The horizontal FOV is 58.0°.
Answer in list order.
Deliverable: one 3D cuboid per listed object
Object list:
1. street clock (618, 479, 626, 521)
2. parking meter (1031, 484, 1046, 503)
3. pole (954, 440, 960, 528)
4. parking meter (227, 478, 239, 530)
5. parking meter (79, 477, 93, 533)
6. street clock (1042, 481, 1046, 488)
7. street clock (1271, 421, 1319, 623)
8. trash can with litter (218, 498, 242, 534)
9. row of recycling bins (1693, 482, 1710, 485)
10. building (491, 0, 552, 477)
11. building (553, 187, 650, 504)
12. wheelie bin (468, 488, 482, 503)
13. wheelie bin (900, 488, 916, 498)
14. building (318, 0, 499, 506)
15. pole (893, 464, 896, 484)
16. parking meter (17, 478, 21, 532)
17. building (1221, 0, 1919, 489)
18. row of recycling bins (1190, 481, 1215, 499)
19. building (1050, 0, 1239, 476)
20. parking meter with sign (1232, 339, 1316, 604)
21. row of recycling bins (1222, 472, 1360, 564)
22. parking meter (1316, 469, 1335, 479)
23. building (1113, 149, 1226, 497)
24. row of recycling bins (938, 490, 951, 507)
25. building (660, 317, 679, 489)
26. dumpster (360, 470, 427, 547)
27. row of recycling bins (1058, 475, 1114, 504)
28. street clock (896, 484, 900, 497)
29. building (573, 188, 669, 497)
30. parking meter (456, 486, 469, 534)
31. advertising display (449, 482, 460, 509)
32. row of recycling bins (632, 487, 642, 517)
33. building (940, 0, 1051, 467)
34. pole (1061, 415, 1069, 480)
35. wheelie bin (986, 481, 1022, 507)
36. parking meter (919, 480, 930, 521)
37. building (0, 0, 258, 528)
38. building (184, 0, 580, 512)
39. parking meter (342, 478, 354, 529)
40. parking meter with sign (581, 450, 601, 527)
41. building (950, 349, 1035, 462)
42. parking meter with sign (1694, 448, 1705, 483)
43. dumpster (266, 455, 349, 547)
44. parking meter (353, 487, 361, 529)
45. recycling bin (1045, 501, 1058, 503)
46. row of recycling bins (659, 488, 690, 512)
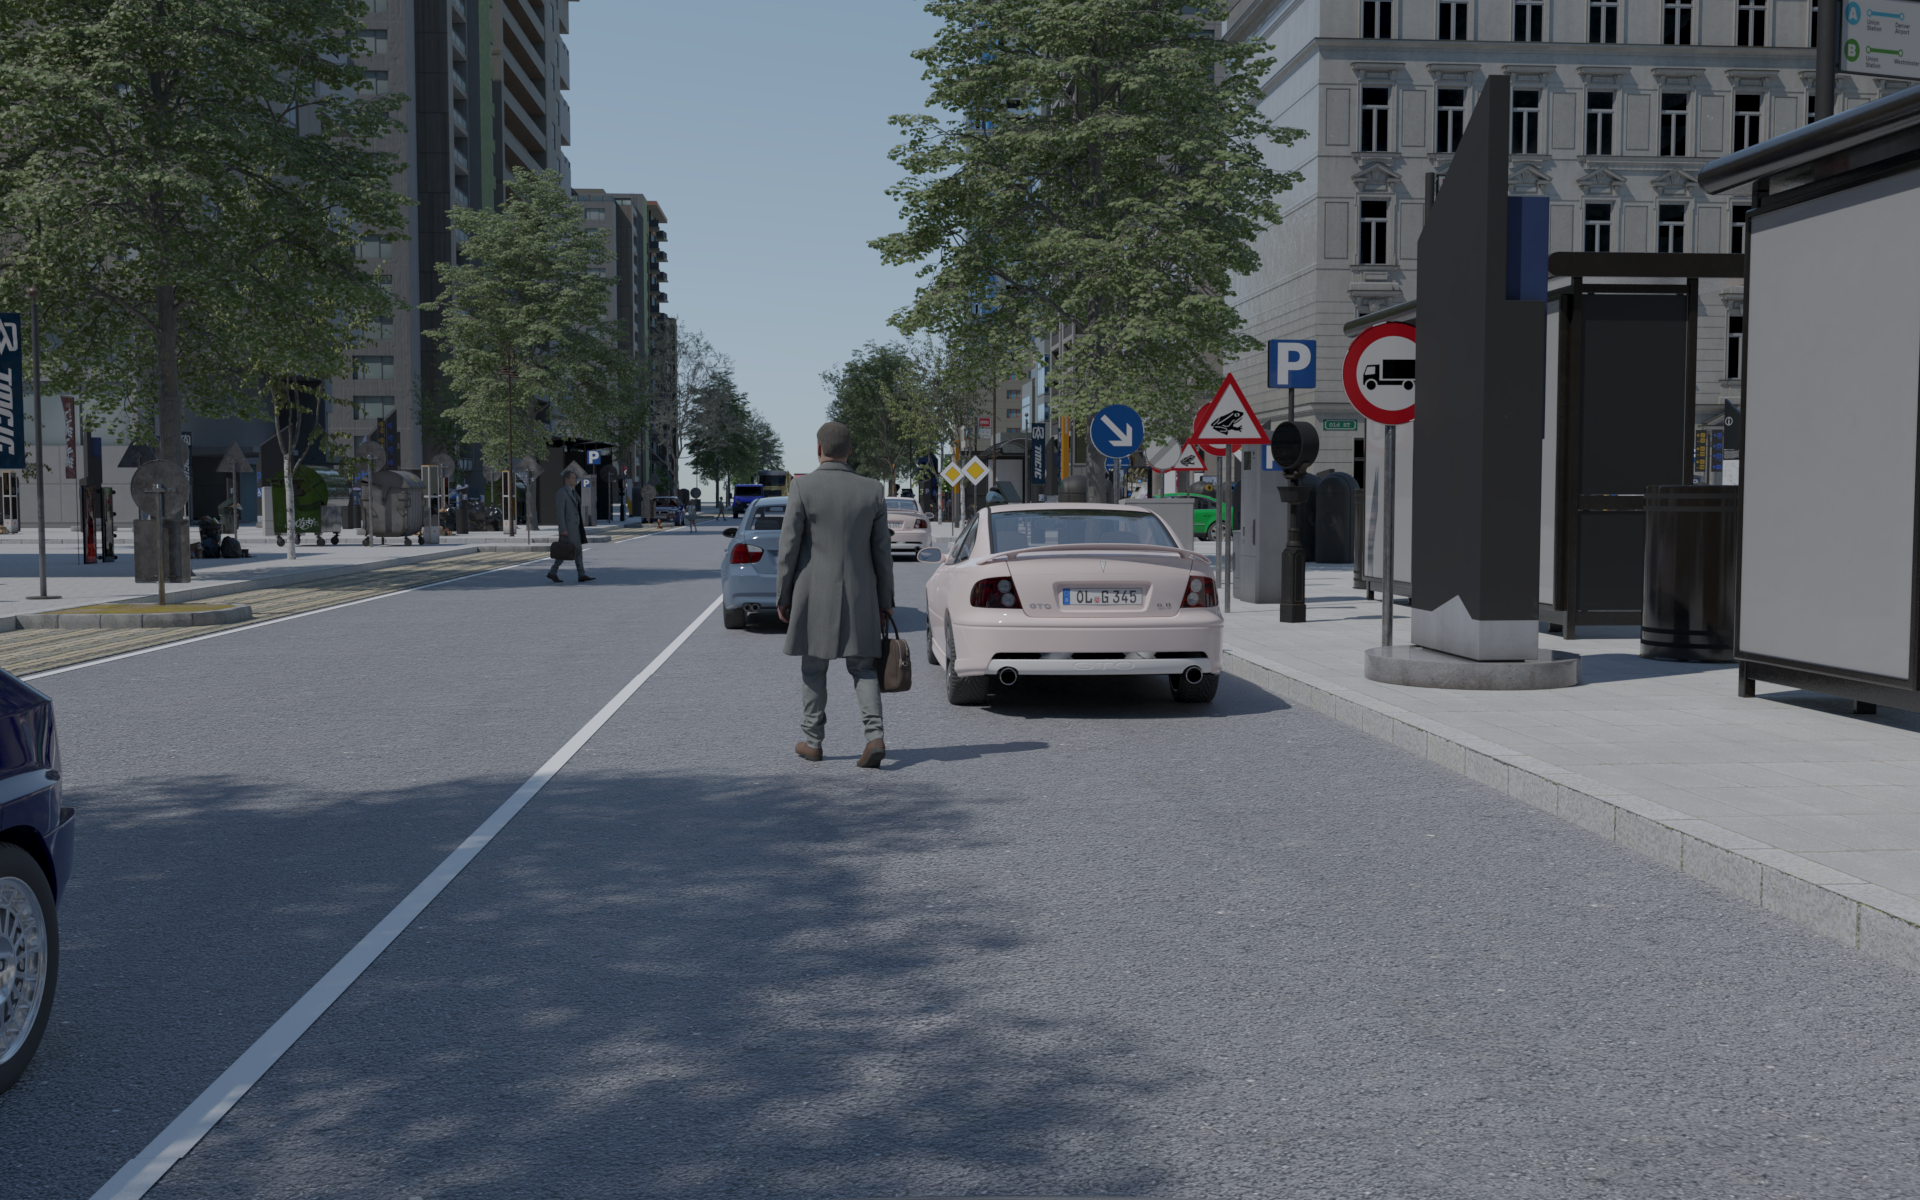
[{"bbox_3d":[-15.892,-4.700,81.420,0.358,2.002,0.471,0,4,3],"label":"street clock"},{"bbox_3d":[2.021,-2.228,44.831,0.372,1.533,0.369,0,3,0],"label":"parking meter"},{"bbox_3d":[-0.115,-4.382,65.490,0.158,3.312,0.155,0,3,0],"label":"pole"},{"bbox_3d":[-26.268,-3.480,62.606,0.399,1.863,0.255,-2,4,-27],"label":"parking meter"},{"bbox_3d":[-29.141,-3.184,57.774,0.399,1.863,0.255,1,4,22],"label":"parking meter"},{"bbox_3d":[3.683,-4.531,78.650,0.358,2.002,0.471,2,4,32],"label":"street clock"},{"bbox_3d":[3.328,-0.776,17.258,0.358,2.002,0.471,-2,4,-31],"label":"street clock"},{"bbox_3d":[-23.444,-2.672,55.069,0.624,1.170,1.055,2,4,35],"label":"trash can with litter"},{"bbox_3d":[24.188,-3.126,58.219,3.534,1.692,1.069,-3,4,-37],"label":"row of recycling bins"},{"bbox_3d":[-44.589,-31.293,135.335,21.300,48.544,21.600,0,4,-4],"label":"building"},{"bbox_3d":[-48.900,-33.336,228.644,14.154,41.232,14.086,0,4,-4],"label":"building"},{"bbox_3d":[-26.472,-5.269,94.052,0.980,1.594,0.693,-2,4,-29],"label":"wheelie bin"},{"bbox_3d":[-2.935,-5.424,96.585,0.980,1.594,0.693,1,4,20],"label":"wheelie bin"},{"bbox_3d":[-39.210,-26.382,114.937,14.154,41.232,14.086,0,4,-4],"label":"building"},{"bbox_3d":[-4.528,-7.668,119.222,0.158,3.312,0.155,0,3,0],"label":"pole"},{"bbox_3d":[-32.134,-3.251,58.857,0.255,1.863,0.399,-1,4,-13],"label":"parking meter"},{"bbox_3d":[34.633,-18.362,76.640,44.131,29.872,17.030,0,4,-4],"label":"building"},{"bbox_3d":[8.935,-2.914,54.758,3.534,1.692,1.069,0,4,-4],"label":"row of recycling bins"},{"bbox_3d":[17.092,-43.469,148.972,20.563,71.187,20.611,0,4,-4],"label":"building"},{"bbox_3d":[3.630,-1.479,20.447,0.543,3.016,1.738,-1,4,-8],"label":"parking meter with sign"},{"bbox_3d":[6.418,-1.605,33.357,1.069,1.692,3.534,-2,4,-25],"label":"row of recycling bins"},{"bbox_3d":[8.436,-2.102,40.072,0.399,1.863,0.255,3,5,42],"label":"parking meter"},{"bbox_3d":[14.805,-15.778,108.886,10.553,20.767,40.483,0,4,-4],"label":"building"},{"bbox_3d":[-1.145,-6.858,119.233,1.069,1.692,3.534,-1,4,-18],"label":"row of recycling bins"},{"bbox_3d":[-52.008,-30.635,272.585,14.160,30.474,14.107,0,4,-4],"label":"building"},{"bbox_3d":[-14.031,-2.270,42.866,1.264,1.857,1.865,0,4,-4],"label":"dumpster"},{"bbox_3d":[2.879,-1.934,38.740,1.069,1.692,3.534,1,4,13],"label":"row of recycling bins"},{"bbox_3d":[-4.412,-7.093,120.544,0.471,2.002,0.358,1,4,13],"label":"street clock"},{"bbox_3d":[-53.907,-36.445,250.491,22.147,44.769,28.867,0,4,-4],"label":"building"},{"bbox_3d":[-15.891,-2.867,55.281,0.372,1.533,0.369,0,3,0],"label":"parking meter"},{"bbox_3d":[-27.248,-5.330,92.357,0.123,1.923,0.974,2,4,32],"label":"advertising display"},{"bbox_3d":[-18.533,-5.672,99.853,1.069,1.692,3.534,0,4,-4],"label":"row of recycling bins"},{"bbox_3d":[9.064,-58.646,271.527,22.319,86.520,31.000,0,4,-4],"label":"building"},{"bbox_3d":[2.645,-3.043,43.591,0.158,3.312,0.155,0,3,0],"label":"pole"},{"bbox_3d":[1.036,-2.080,41.920,0.693,1.594,0.980,2,4,35],"label":"wheelie bin"},{"bbox_3d":[-1.407,-3.905,69.559,0.399,1.863,0.255,-3,5,-41],"label":"parking meter"},{"bbox_3d":[-42.975,-29.728,75.284,28.713,52.752,27.495,0,4,-4],"label":"building"},{"bbox_3d":[-50.851,-34.866,159.299,28.713,52.752,27.495,0,4,-4],"label":"building"},{"bbox_3d":[-22.312,-3.508,63.064,0.255,1.863,0.399,1,4,16],"label":"parking meter"},{"bbox_3d":[-14.689,-4.414,68.435,0.543,3.016,1.738,0,4,5],"label":"parking meter with sign"},{"bbox_3d":[13.446,-24.393,243.866,27.650,21.520,28.899,0,4,-4],"label":"building"},{"bbox_3d":[28.159,-4.272,66.111,0.543,3.016,1.738,3,4,36],"label":"parking meter with sign"},{"bbox_3d":[-16.127,-2.468,42.845,1.502,2.255,1.985,0,4,-5],"label":"dumpster"},{"bbox_3d":[-22.469,-3.433,64.537,0.372,1.533,0.369,0,3,0],"label":"parking meter"},{"bbox_3d":[2.975,-2.988,61.401,0.722,1.027,0.722,3,4,36],"label":"recycling bin"},{"bbox_3d":[-20.212,-7.038,122.187,1.069,1.692,3.534,1,4,21],"label":"row of recycling bins"}]
